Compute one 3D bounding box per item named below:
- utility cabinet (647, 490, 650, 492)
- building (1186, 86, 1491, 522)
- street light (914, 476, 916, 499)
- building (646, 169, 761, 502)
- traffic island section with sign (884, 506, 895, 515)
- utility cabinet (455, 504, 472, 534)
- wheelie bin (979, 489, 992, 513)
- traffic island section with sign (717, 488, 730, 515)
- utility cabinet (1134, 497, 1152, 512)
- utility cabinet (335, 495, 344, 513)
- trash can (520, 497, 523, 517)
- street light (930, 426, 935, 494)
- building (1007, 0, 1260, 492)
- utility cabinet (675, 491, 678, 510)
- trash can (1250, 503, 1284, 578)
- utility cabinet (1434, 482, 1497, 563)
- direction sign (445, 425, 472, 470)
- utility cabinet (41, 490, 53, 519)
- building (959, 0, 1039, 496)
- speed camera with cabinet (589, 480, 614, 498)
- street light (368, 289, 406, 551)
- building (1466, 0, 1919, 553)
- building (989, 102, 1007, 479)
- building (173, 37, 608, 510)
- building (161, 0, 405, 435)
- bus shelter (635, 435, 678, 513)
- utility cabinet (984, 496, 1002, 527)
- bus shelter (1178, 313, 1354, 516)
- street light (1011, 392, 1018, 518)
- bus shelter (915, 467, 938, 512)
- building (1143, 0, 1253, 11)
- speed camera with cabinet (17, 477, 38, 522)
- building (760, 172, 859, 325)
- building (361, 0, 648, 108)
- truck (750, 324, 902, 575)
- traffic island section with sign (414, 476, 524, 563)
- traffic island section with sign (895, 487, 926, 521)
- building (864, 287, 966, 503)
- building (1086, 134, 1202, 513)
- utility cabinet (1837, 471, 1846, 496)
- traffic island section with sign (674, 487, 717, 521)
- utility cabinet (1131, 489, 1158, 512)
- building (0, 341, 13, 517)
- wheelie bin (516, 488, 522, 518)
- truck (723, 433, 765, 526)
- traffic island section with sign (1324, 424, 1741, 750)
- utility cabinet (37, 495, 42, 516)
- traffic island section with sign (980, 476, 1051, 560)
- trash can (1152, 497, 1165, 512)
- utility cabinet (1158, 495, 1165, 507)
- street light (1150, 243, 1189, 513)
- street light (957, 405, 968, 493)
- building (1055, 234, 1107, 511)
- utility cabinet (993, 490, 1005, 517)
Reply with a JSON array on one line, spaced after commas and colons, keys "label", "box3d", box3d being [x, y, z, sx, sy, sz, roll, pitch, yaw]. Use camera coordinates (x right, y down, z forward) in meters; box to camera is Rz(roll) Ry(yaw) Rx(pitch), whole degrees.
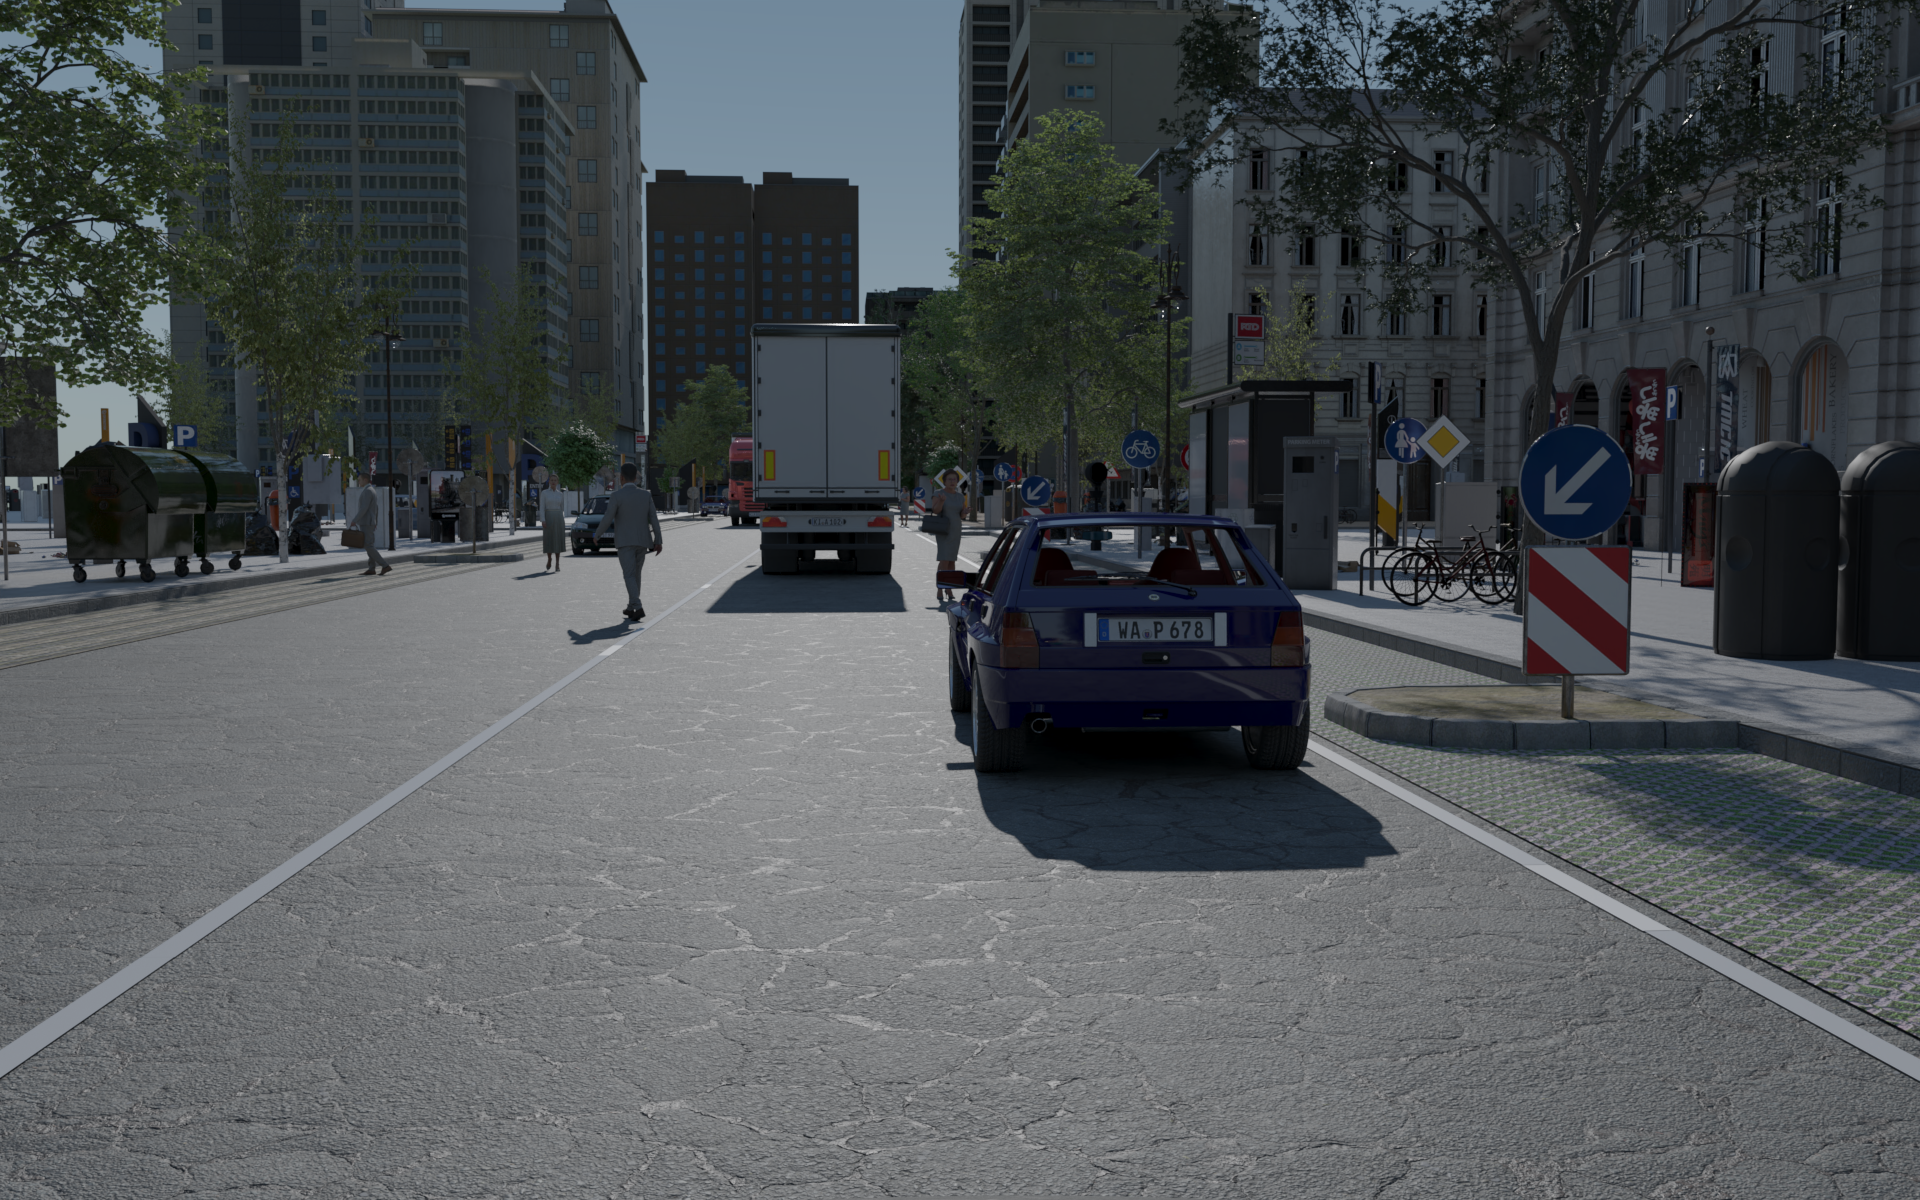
[{"label": "utility cabinet", "box3d": [-18.148, -5.466, 98.053, 1.173, 1.500, 0.318, 0, 4, 6]}, {"label": "building", "box3d": [21.006, -14.421, 84.930, 18.267, 20.994, 9.793, 0, 4, -4]}, {"label": "street light", "box3d": [-3.707, -10.364, 142.233, 0.468, 5.910, 1.993, 0, 4, -4]}, {"label": "building", "box3d": [-35.752, -36.206, 242.085, 14.200, 45.320, 14.600, 0, 4, -4]}, {"label": "traffic island section with sign", "box3d": [-4.156, -6.832, 120.325, 1.989, 1.847, 2.006, 0, 4, -4]}, {"label": "utility cabinet", "box3d": [-15.941, -2.757, 56.238, 1.020, 1.237, 0.306, 0, 4, -2]}, {"label": "wheelie bin", "box3d": [1.699, -6.685, 117.215, 0.980, 1.594, 0.693, -3, 4, -38]}, {"label": "traffic island section with sign", "box3d": [-15.965, -6.754, 119.050, 1.989, 1.847, 2.006, 0, 4, -4]}, {"label": "utility cabinet", "box3d": [4.201, -1.748, 39.740, 0.306, 1.237, 1.020, 0, 4, -2]}, {"label": "utility cabinet", "box3d": [-42.050, -6.526, 117.854, 1.020, 1.237, 0.306, 1, 4, 17]}, {"label": "trash can", "box3d": [-22.148, -4.711, 88.680, 0.748, 1.137, 0.748, 0, 3, 0]}, {"label": "street light", "box3d": [-1.790, -8.712, 115.227, 0.468, 5.910, 1.993, 0, 4, -4]}, {"label": "building", "box3d": [16.188, -33.300, 168.157, 21.300, 48.544, 21.600, 0, 4, -4]}, {"label": "utility cabinet", "box3d": [-21.873, -7.703, 134.627, 0.318, 1.500, 1.173, -2, 4, -31]}, {"label": "trash can", "box3d": [4.848, -0.925, 26.779, 0.748, 1.137, 0.748, 0, 3, 0]}, {"label": "utility cabinet", "box3d": [9.391, -1.437, 32.180, 1.173, 1.500, 0.318, -1, 4, -22]}, {"label": "direction sign", "box3d": [-16.512, -3.979, 57.058, 0.876, 3.537, 0.379, 0, 4, 3]}, {"label": "utility cabinet", "box3d": [-46.836, -4.949, 89.595, 1.173, 1.500, 0.318, -3, 4, -38]}, {"label": "building", "box3d": [10.643, -49.555, 248.474, 20.611, 71.187, 20.563, 0, 4, -4]}, {"label": "speed camera with cabinet", "box3d": [-19.459, -6.179, 95.367, 2.038, 3.252, 0.660, 2, 4, 29]}, {"label": "street light", "box3d": [-12.892, -4.057, 39.116, 0.468, 5.910, 1.993, 0, 4, -4]}, {"label": "building", "box3d": [21.444, -11.957, 37.303, 13.314, 21.916, 24.055, 0, 4, -4]}, {"label": "building", "box3d": [15.802, -35.140, 194.155, 23.786, 49.044, 30.456, 0, 4, -4]}, {"label": "building", "box3d": [-47.847, -28.142, 152.008, 32.217, 40.220, 23.993, 0, 4, -4]}, {"label": "building", "box3d": [-73.816, -46.132, 192.516, 20.611, 71.187, 20.563, 0, 4, -4]}, {"label": "bus shelter", "box3d": [-21.107, -8.728, 120.342, 2.179, 5.291, 8.768, 0, 4, -4]}, {"label": "utility cabinet", "box3d": [1.294, -3.482, 68.089, 0.306, 1.237, 1.020, 2, 4, 27]}, {"label": "bus shelter", "box3d": [5.913, -3.578, 36.137, 2.179, 5.291, 8.768, 0, 4, -4]}, {"label": "street light", "box3d": [1.950, -5.327, 59.879, 0.468, 5.910, 1.993, 0, 4, -4]}, {"label": "bus shelter", "box3d": [-2.068, -7.916, 123.356, 2.014, 3.302, 5.546, 0, 4, -4]}, {"label": "building", "box3d": [31.487, -49.648, 249.989, 20.611, 71.187, 20.563, 0, 4, -4]}, {"label": "speed camera with cabinet", "box3d": [-43.097, -5.242, 80.042, 0.660, 3.252, 2.038, -2, 4, -34]}, {"label": "building", "box3d": [-21.356, -36.311, 243.798, 14.200, 45.320, 14.600, 0, 4, -4]}, {"label": "building", "box3d": [-49.513, -36.757, 190.217, 27.495, 52.752, 28.713, 0, 4, -4]}, {"label": "truck", "box3d": [-2.652, -2.770, 34.196, 2.839, 4.237, 11.283, 0, 4, -5]}, {"label": "traffic island section with sign", "box3d": [-10.358, -1.719, 36.733, 1.989, 1.847, 2.006, 0, 4, -4]}, {"label": "traffic island section with sign", "box3d": [-2.328, -5.187, 93.432, 1.989, 1.847, 2.006, 0, 4, -4]}, {"label": "building", "box3d": [-6.466, -28.952, 245.067, 14.107, 30.474, 14.160, 0, 4, -4]}, {"label": "building", "box3d": [17.042, -17.777, 109.728, 14.314, 24.678, 30.058, 0, 4, -4]}, {"label": "utility cabinet", "box3d": [8.161, -0.513, 17.062, 0.318, 1.500, 1.173, -1, 4, -17]}, {"label": "traffic island section with sign", "box3d": [-14.142, -5.109, 92.156, 1.989, 1.847, 2.006, 0, 4, -4]}, {"label": "utility cabinet", "box3d": [7.600, -3.831, 71.314, 1.173, 1.500, 0.318, 3, 5, 44]}, {"label": "building", "box3d": [-35.261, -12.494, 40.428, 21.152, 22.565, 11.583, 0, 4, -4]}, {"label": "wheelie bin", "box3d": [-23.290, -5.089, 91.109, 0.693, 1.594, 0.980, -1, 4, -10]}, {"label": "truck", "box3d": [-9.291, -5.653, 81.337, 2.839, 4.237, 11.283, 0, 4, -3]}, {"label": "traffic island section with sign", "box3d": [3.334, -0.120, 10.597, 1.989, 1.847, 2.006, 0, 4, -4]}, {"label": "utility cabinet", "box3d": [-53.215, -5.422, 99.812, 1.020, 1.237, 0.306, 2, 4, 31]}, {"label": "traffic island section with sign", "box3d": [1.468, -1.785, 37.815, 1.989, 1.847, 2.006, 0, 4, -4]}, {"label": "trash can", "box3d": [9.590, -4.318, 82.251, 0.748, 1.137, 0.748, 0, 3, 0]}, {"label": "utility cabinet", "box3d": [10.118, -4.740, 88.658, 0.306, 1.237, 1.020, -3, 4, -38]}, {"label": "street light", "box3d": [3.861, -3.628, 32.111, 0.468, 5.910, 1.993, 0, 4, -4]}, {"label": "street light", "box3d": [0.117, -7.026, 87.656, 0.468, 5.910, 1.993, 0, 4, -4]}, {"label": "building", "box3d": [13.349, -18.694, 134.524, 11.050, 23.489, 19.941, 0, 4, -4]}, {"label": "utility cabinet", "box3d": [2.409, -5.242, 94.381, 1.173, 1.500, 0.318, 0, 4, 4]}]
